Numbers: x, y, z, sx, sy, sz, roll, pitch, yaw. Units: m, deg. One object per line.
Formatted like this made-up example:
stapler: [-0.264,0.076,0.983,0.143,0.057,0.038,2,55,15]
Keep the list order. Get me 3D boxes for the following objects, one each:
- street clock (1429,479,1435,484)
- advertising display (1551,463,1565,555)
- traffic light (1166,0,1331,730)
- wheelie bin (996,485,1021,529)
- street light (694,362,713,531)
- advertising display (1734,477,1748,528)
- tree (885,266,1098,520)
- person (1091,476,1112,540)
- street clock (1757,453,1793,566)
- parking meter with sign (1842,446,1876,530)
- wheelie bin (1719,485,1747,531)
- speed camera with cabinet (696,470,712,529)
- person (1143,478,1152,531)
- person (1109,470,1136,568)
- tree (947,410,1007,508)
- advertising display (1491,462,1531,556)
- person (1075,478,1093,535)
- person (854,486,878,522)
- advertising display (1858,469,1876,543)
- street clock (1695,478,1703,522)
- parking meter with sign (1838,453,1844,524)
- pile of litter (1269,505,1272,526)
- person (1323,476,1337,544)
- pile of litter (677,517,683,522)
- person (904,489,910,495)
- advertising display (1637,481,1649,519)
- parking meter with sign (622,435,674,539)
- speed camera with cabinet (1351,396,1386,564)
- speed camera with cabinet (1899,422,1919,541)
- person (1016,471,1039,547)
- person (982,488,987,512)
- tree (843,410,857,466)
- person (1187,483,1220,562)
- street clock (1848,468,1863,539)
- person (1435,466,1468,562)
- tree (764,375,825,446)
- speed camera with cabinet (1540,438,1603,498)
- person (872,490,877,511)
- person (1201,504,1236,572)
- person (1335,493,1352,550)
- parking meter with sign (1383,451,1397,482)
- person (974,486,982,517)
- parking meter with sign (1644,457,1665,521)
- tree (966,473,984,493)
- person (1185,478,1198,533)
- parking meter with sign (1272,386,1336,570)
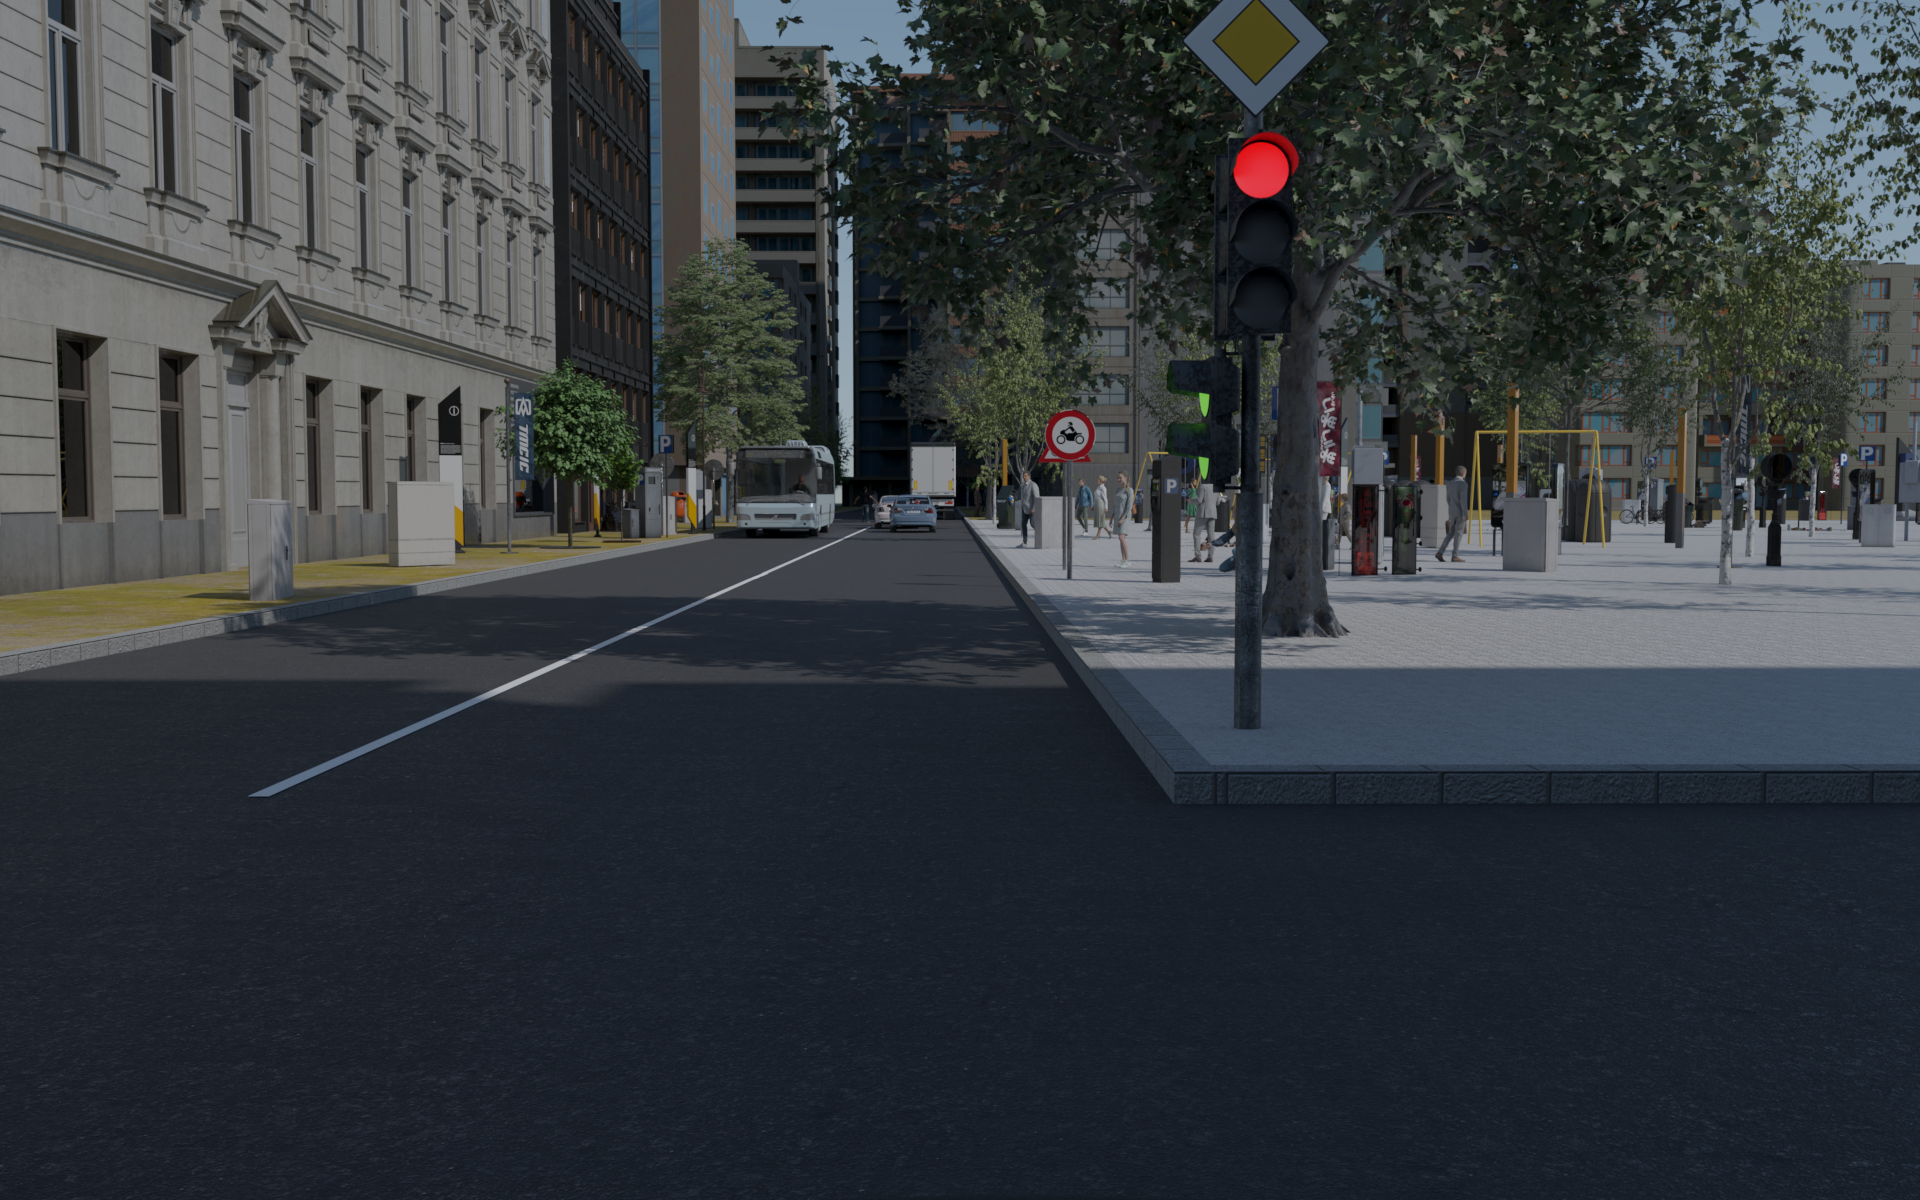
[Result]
street clock: [23.142,-4.902,84.713,0.358,2.002,0.471,-2,4,-30]
advertising display: [12.604,-1.916,36.536,0.123,1.923,0.974,2,4,28]
traffic light: [1.558,-1.252,9.391,0.839,4.253,0.868,0,4,-1]
wheelie bin: [1.741,-3.396,63.435,0.693,1.594,0.980,-3,4,-39]
street light: [-9.006,-5.385,60.830,0.468,5.910,1.993,0,4,-1]
advertising display: [29.426,-3.669,65.198,0.974,1.923,0.123,-2,4,-31]
tree: [1.554,-10.690,85.149,12.009,13.543,11.850,0,3,0]
person: [4.008,-2.597,48.736,0.641,1.798,0.478,0,4,-4]
street clock: [14.475,-1.601,30.754,0.471,2.002,0.358,0,4,-2]
parking meter with sign: [32.300,-4.029,62.134,0.543,3.016,1.738,3,5,40]
wheelie bin: [27.191,-3.236,60.811,0.980,1.594,0.693,1,4,20]
speed camera with cabinet: [-9.736,-4.316,64.903,0.660,3.252,2.038,-1,4,-17]
person: [6.700,-3.263,59.502,0.850,1.850,0.679,0,4,-1]
person: [2.863,-1.427,30.384,0.522,1.701,0.512,-3,4,-36]
tree: [1.743,-11.098,131.818,4.360,8.622,3.978,0,3,0]
advertising display: [11.331,-1.862,35.651,0.123,1.923,0.974,-2,4,-29]
person: [3.863,-2.902,53.838,0.444,1.785,0.601,-2,4,-33]
person: [-4.783,-4.837,87.598,1.348,1.822,0.705,1,4,21]
advertising display: [23.617,-2.441,45.129,0.123,1.923,0.974,1,4,11]
street clock: [33.628,-4.542,78.838,0.358,2.002,0.471,3,5,41]
parking meter with sign: [38.111,-4.712,73.294,0.543,3.016,1.738,-2,4,-30]
pile of litter: [12.805,-3.374,69.134,1.176,0.858,1.719,2,4,28]
person: [8.835,-2.196,41.820,0.818,1.842,0.514,-1,4,-22]
pile of litter: [-12.496,-3.990,79.207,1.719,0.858,1.176,-3,5,-40]
person: [-4.065,-7.560,132.123,1.348,1.821,0.705,-3,4,-38]
advertising display: [33.620,-4.876,84.937,0.123,1.923,0.974,-2,4,-25]
parking meter with sign: [-9.071,-3.303,50.264,0.543,3.016,1.738,2,4,32]
speed camera with cabinet: [7.662,-2.332,32.471,0.660,3.252,2.038,1,4,14]
speed camera with cabinet: [26.659,-3.219,46.969,0.660,3.252,2.038,-3,4,-37]
person: [1.728,-2.192,41.733,0.795,1.843,0.661,-2,4,-30]
person: [1.836,-7.210,124.842,0.530,1.710,0.541,0,4,4]
tree: [-10.967,-12.259,150.793,4.737,8.622,4.395,0,3,0]
person: [4.564,-1.612,32.595,0.583,1.804,0.606,3,5,44]
street clock: [25.372,-2.716,48.970,0.471,2.002,0.358,1,4,20]
person: [9.407,-1.626,32.753,0.853,1.813,0.709,-2,4,-28]
tree: [-10.405,-9.550,106.510,4.360,8.622,3.978,0,3,0]
speed camera with cabinet: [21.757,-4.120,61.698,2.038,3.252,0.660,2,4,34]
person: [-7.265,-8.449,147.312,0.551,1.740,0.621,1,4,16]
person: [4.346,-0.939,26.889,0.738,1.151,1.012,-2,4,-28]
person: [8.860,-1.807,39.853,0.640,1.303,0.475,-1,4,-22]
parking meter with sign: [17.339,-4.511,70.021,0.543,3.016,1.738,0,4,-6]
person: [1.017,-5.455,95.790,0.434,1.755,0.990,1,4,18]
parking meter with sign: [32.841,-5.220,81.608,0.543,3.016,1.738,3,5,44]
tree: [1.247,-9.817,155.102,1.663,3.219,1.824,0,3,0]
person: [7.655,-3.099,56.960,0.529,1.795,0.600,3,4,39]
parking meter with sign: [5.728,-1.980,28.636,0.543,3.016,1.738,2,4,32]
